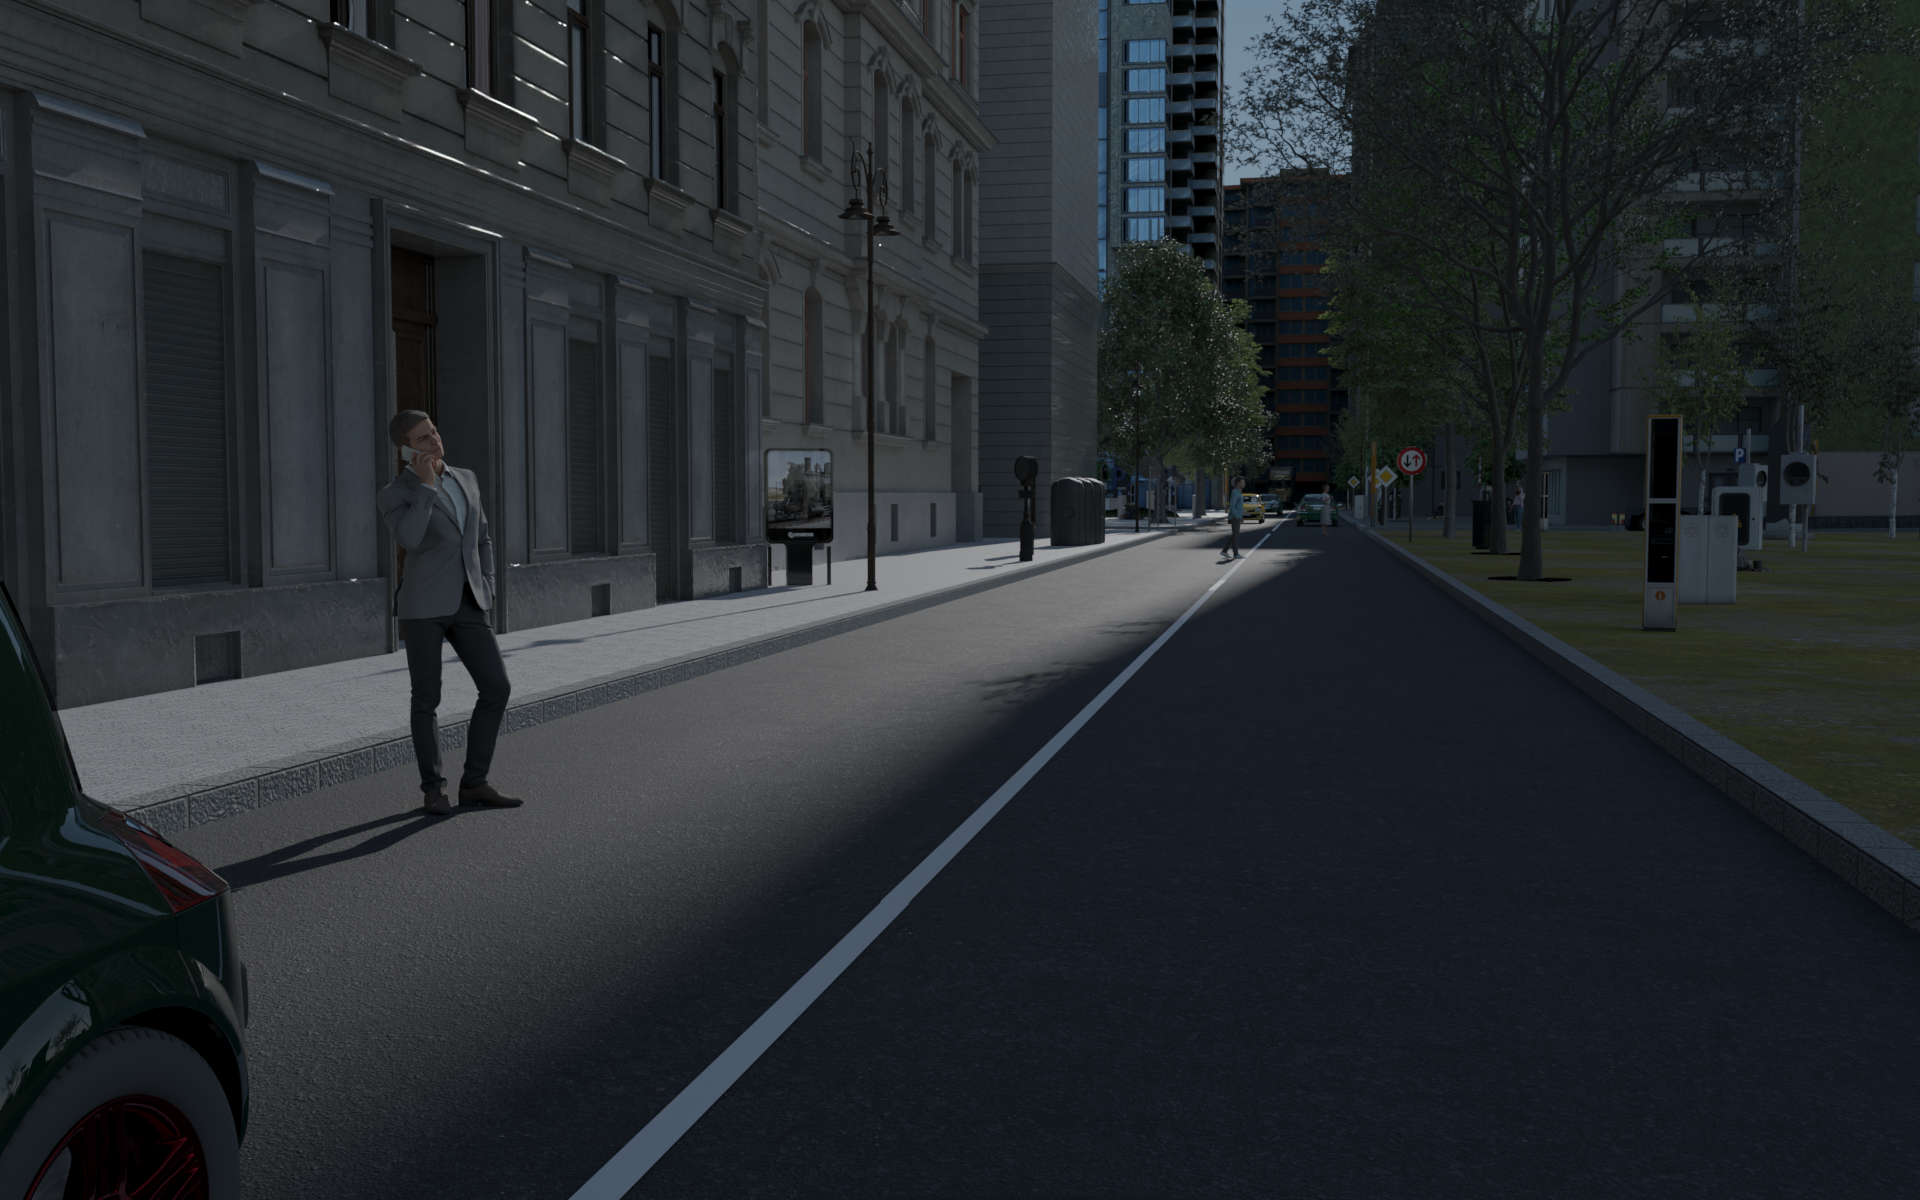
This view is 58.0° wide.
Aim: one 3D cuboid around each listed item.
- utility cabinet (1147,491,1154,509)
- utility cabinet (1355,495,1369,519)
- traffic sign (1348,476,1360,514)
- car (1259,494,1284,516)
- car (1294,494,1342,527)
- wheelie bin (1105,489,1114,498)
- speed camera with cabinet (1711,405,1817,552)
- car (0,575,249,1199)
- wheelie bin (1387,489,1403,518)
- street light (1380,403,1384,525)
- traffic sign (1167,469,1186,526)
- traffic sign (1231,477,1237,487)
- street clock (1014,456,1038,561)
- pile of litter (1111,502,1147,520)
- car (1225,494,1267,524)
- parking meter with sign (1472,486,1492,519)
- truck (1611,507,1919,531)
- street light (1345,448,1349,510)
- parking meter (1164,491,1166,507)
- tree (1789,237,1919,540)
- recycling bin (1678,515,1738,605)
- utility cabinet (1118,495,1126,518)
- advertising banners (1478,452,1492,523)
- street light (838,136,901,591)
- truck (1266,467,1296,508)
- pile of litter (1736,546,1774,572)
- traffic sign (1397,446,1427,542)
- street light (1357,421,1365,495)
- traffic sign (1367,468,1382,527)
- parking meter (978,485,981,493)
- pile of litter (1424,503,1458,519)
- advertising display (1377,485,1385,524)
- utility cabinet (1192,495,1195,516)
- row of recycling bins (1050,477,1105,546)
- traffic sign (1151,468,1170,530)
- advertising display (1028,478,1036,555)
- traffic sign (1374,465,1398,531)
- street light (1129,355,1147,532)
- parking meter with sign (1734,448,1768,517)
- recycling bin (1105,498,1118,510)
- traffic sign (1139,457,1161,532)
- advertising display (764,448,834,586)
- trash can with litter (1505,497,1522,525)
[{"bbox_3d":[12.757,-6.465,114.389,0.318,1.500,1.173,3,4,39],"label":"utility cabinet"},{"bbox_3d":[21.149,-4.900,91.278,0.306,1.237,1.020,-1,4,-14],"label":"utility cabinet"},{"bbox_3d":[24.750,-6.589,108.915,0.795,2.450,0.064,1,4,17],"label":"traffic sign"},{"bbox_3d":[20.522,-6.334,115.353,2.131,1.459,4.920,1,4,13],"label":"car"},{"bbox_3d":[16.131,-4.053,78.067,2.131,1.459,4.920,1,4,12],"label":"car"},{"bbox_3d":[10.079,-6.776,118.695,0.980,1.594,0.693,2,4,24],"label":"wheelie bin"},{"bbox_3d":[18.046,-2.723,38.857,2.038,3.252,0.660,2,4,31],"label":"speed camera with cabinet"},{"bbox_3d":[-2.331,0.517,1.337,2.009,1.686,4.222,1,4,12],"label":"car"},{"bbox_3d":[23.278,-5.180,92.605,0.693,1.594,0.980,2,4,31],"label":"wheelie bin"},{"bbox_3d":[17.277,-5.987,70.674,0.468,5.910,1.993,1,4,11],"label":"street light"},{"bbox_3d":[8.629,-4.016,69.306,0.795,2.450,0.064,1,4,11],"label":"traffic sign"},{"bbox_3d":[20.381,-7.814,127.865,0.768,2.556,0.104,1,4,21],"label":"traffic sign"},{"bbox_3d":[1.262,-1.743,33.064,0.358,2.002,0.471,-2,4,-35],"label":"street clock"},{"bbox_3d":[8.441,-4.436,86.499,1.719,0.858,1.176,2,4,27],"label":"pile of litter"},{"bbox_3d":[14.065,-4.573,84.991,2.015,1.641,3.980,1,4,12],"label":"car"},{"bbox_3d":[27.586,-5.780,90.760,1.738,3.016,0.543,-2,4,-33],"label":"parking meter with sign"},{"bbox_3d":[32.549,-4.277,59.690,18.799,4.110,2.967,1,4,10],"label":"truck"},{"bbox_3d":[31.497,-10.285,140.946,0.468,5.910,1.993,1,4,11],"label":"street light"},{"bbox_3d":[12.618,-6.085,107.895,0.372,1.533,0.369,0,3,0],"label":"parking meter"},{"bbox_3d":[27.804,-6.155,50.992,4.360,8.622,3.978,0,3,0],"label":"tree"},{"bbox_3d":[8.660,-0.481,20.421,0.722,1.027,0.722,0,4,1],"label":"recycling bin"},{"bbox_3d":[8.564,-4.921,91.628,0.306,1.237,1.020,1,4,15],"label":"utility cabinet"},{"bbox_3d":[22.026,-4.676,72.641,0.090,3.025,2.074,2,4,34],"label":"advertising banners"},{"bbox_3d":[-1.179,-3.064,22.888,0.468,5.910,1.993,1,4,11],"label":"street light"},{"bbox_3d":[33.657,-11.754,181.091,2.839,4.237,11.283,1,4,13],"label":"truck"},{"bbox_3d":[12.930,-0.943,29.378,1.176,0.858,1.719,-1,4,-19],"label":"pile of litter"},{"bbox_3d":[12.094,-2.832,46.417,0.768,2.556,0.104,1,4,12],"label":"traffic sign"},{"bbox_3d":[24.556,-8.149,106.023,0.468,5.910,1.993,1,4,11],"label":"street light"},{"bbox_3d":[16.314,-3.920,67.736,0.795,2.450,0.064,1,4,11],"label":"traffic sign"},{"bbox_3d":[0.419,-2.539,49.926,0.372,1.533,0.369,0,3,0],"label":"parking meter"},{"bbox_3d":[24.614,-4.555,88.444,1.719,0.858,1.176,1,4,20],"label":"pile of litter"},{"bbox_3d":[17.735,-4.148,73.041,0.123,1.923,0.974,0,4,2],"label":"advertising display"},{"bbox_3d":[14.272,-5.665,103.778,0.306,1.237,1.020,2,4,34],"label":"utility cabinet"},{"bbox_3d":[3.073,-2.273,44.281,1.069,1.692,3.534,1,4,16],"label":"row of recycling bins"},{"bbox_3d":[7.045,-3.537,61.479,0.795,2.450,0.064,1,4,11],"label":"traffic sign"},{"bbox_3d":[1.514,-1.940,36.936,0.123,1.923,0.974,0,4,-3],"label":"advertising display"},{"bbox_3d":[14.730,-3.441,59.909,0.795,2.450,0.064,1,4,11],"label":"traffic sign"},{"bbox_3d":[5.931,-5.201,57.816,0.468,5.910,1.993,1,4,11],"label":"street light"},{"bbox_3d":[30.215,-4.245,65.663,1.738,3.016,0.543,-1,4,-19],"label":"parking meter with sign"},{"bbox_3d":[9.355,-5.834,107.947,0.722,1.027,0.722,-2,4,-33],"label":"recycling bin"},{"bbox_3d":[6.471,-3.610,59.133,0.768,2.556,0.104,1,4,20],"label":"traffic sign"},{"bbox_3d":[-2.261,-1.169,24.321,0.974,1.923,0.123,-1,4,-17],"label":"advertising display"},{"bbox_3d":[23.253,-3.749,72.689,1.055,1.170,0.624,-1,4,-10],"label":"trash can with litter"}]
